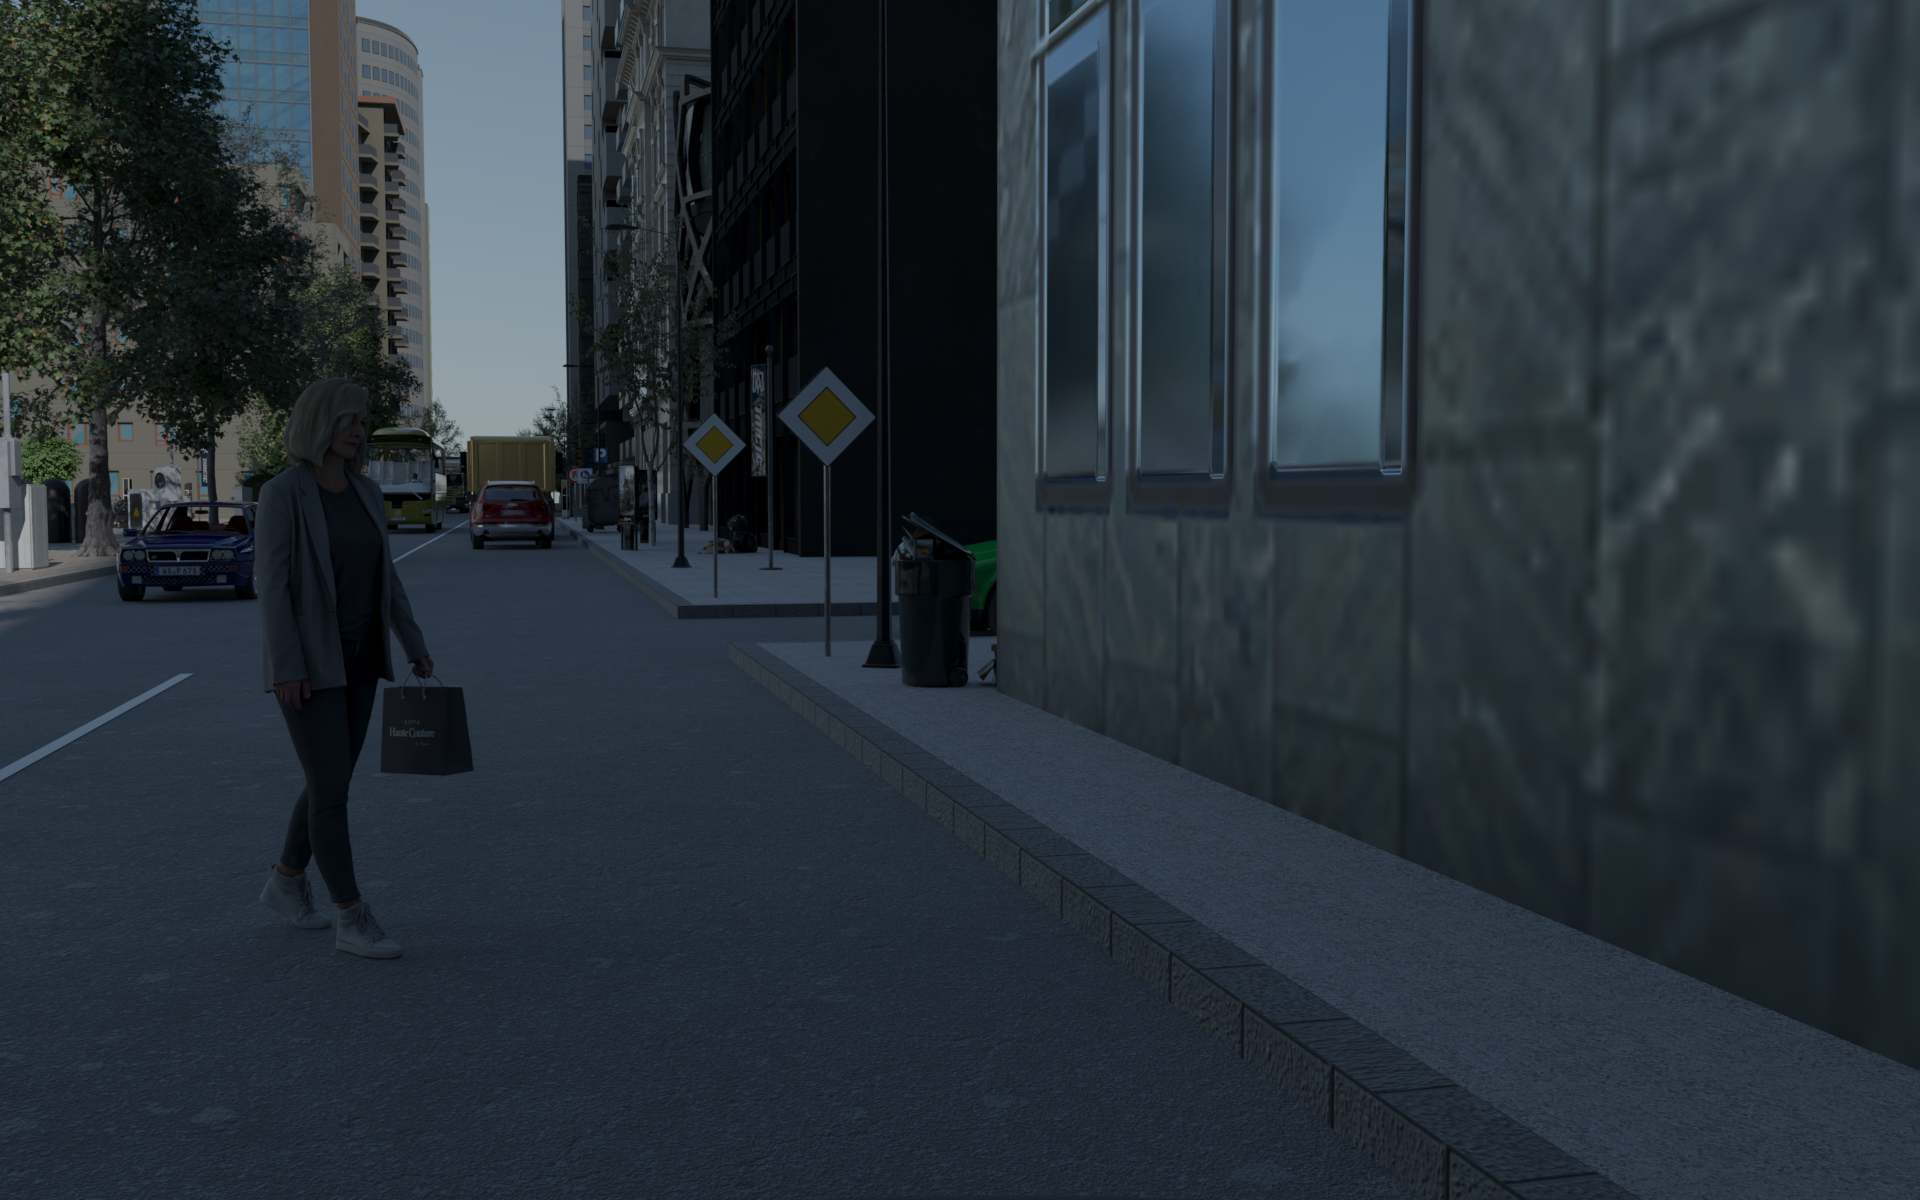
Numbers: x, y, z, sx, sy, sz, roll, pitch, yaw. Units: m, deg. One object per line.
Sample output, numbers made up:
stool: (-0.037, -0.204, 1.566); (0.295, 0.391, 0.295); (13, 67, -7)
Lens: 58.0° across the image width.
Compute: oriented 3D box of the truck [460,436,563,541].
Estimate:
truck: (-14.628, -3.709, 56.560); (3.469, 3.379, 9.791); (-1, 4, -14)

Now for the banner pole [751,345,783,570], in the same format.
banner pole: (-3.342, -2.411, 29.438); (0.401, 3.779, 0.863); (-3, 4, -36)

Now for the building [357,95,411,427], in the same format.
building: (-70.936, -32.455, 185.255); (22.147, 44.769, 28.867); (-1, 4, -14)

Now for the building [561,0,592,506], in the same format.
building: (-33.648, -39.908, 194.492); (21.231, 58.520, 28.212); (-1, 4, -14)

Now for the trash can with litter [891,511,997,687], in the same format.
trash can with litter: (0.068, -0.019, 11.694); (1.055, 1.170, 0.624); (0, 4, -3)

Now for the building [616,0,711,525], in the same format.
building: (-9.004, -18.157, 84.256); (14.401, 28.519, 23.554); (-1, 4, -14)

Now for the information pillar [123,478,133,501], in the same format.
information pillar: (-38.320, -4.605, 79.789); (0.304, 2.012, 0.304); (0, 4, 7)

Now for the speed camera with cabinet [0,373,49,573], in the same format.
speed camera with cabinet: (-15.926, -2.122, 29.030); (0.660, 3.252, 2.038); (-1, 4, -12)

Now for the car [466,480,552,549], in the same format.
car: (-12.135, -2.327, 46.714); (2.281, 1.827, 5.304); (-1, 4, -16)

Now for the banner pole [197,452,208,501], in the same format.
banner pole: (-31.423, -5.004, 71.840); (0.401, 3.779, 0.863); (1, 4, 18)

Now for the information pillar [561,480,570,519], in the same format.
information pillar: (-20.206, -5.152, 88.731); (0.304, 2.012, 0.304); (1, 4, 11)

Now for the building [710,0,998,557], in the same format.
building: (0.774, -13.080, 43.536); (12.332, 23.373, 15.834); (-1, 4, -14)

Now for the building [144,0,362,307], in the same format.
building: (-50.939, -28.996, 124.201); (14.600, 45.320, 14.200); (-1, 4, -14)

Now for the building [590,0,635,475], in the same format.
building: (-15.655, -33.739, 140.865); (28.713, 52.752, 27.495); (-1, 4, -14)

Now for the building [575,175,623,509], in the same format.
building: (-28.361, -23.786, 160.595); (14.160, 30.474, 14.107); (-1, 4, -14)

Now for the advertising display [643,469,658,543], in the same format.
advertising display: (-8.255, -2.459, 45.424); (0.123, 1.923, 0.974); (2, 4, 24)

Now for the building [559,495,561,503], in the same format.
building: (-39.575, -33.626, 241.660); (32.217, 40.220, 23.993); (-1, 4, -14)

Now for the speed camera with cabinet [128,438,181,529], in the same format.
speed camera with cabinet: (-26.633, -3.846, 57.218); (2.038, 3.252, 0.660); (2, 4, 30)

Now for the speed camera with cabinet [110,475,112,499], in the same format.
speed camera with cabinet: (-38.062, -5.002, 76.115); (0.660, 3.252, 2.038); (0, 4, 0)

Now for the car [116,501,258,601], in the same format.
car: (-10.689, -0.733, 24.571); (1.945, 1.354, 3.894); (-1, 4, -13)

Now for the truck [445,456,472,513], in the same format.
truck: (-38.503, -8.686, 130.925); (2.839, 4.237, 11.283); (-1, 4, -12)

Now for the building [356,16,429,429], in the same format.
building: (-77.325, -41.045, 213.084); (21.231, 58.520, 28.212); (-1, 4, -14)

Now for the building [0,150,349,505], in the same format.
building: (-51.841, -15.723, 102.113); (27.650, 21.520, 28.899); (-1, 4, -14)

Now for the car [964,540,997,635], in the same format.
car: (1.690, -0.551, 17.807); (4.718, 1.807, 1.959); (-1, 4, -16)

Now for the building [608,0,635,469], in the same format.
building: (-10.571, -30.142, 112.425); (23.786, 49.044, 30.456); (-1, 4, -14)

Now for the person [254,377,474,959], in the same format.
person: (-1.981, 0.189, 5.593); (0.728, 1.800, 0.709); (2, 4, 29)

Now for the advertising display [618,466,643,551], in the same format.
advertising display: (-7.552, -2.097, 39.505); (0.123, 1.923, 0.974); (-2, 4, -33)

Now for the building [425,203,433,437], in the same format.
building: (-79.303, -33.728, 235.039); (14.154, 41.232, 14.086); (-1, 4, -14)

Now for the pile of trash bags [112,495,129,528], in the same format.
pile of trash bags: (-33.595, -3.654, 69.499); (3.447, 1.369, 1.912); (0, 4, -8)

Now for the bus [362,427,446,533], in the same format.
bus: (-21.483, -4.629, 67.226); (2.896, 3.916, 12.252); (-1, 4, -14)

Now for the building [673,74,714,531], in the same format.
building: (-2.358, -12.110, 65.456); (16.820, 18.784, 16.811); (-1, 4, -14)

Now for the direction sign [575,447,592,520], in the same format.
direction sign: (-18.271, -5.639, 84.203); (0.876, 3.537, 0.379); (-3, 4, -37)
